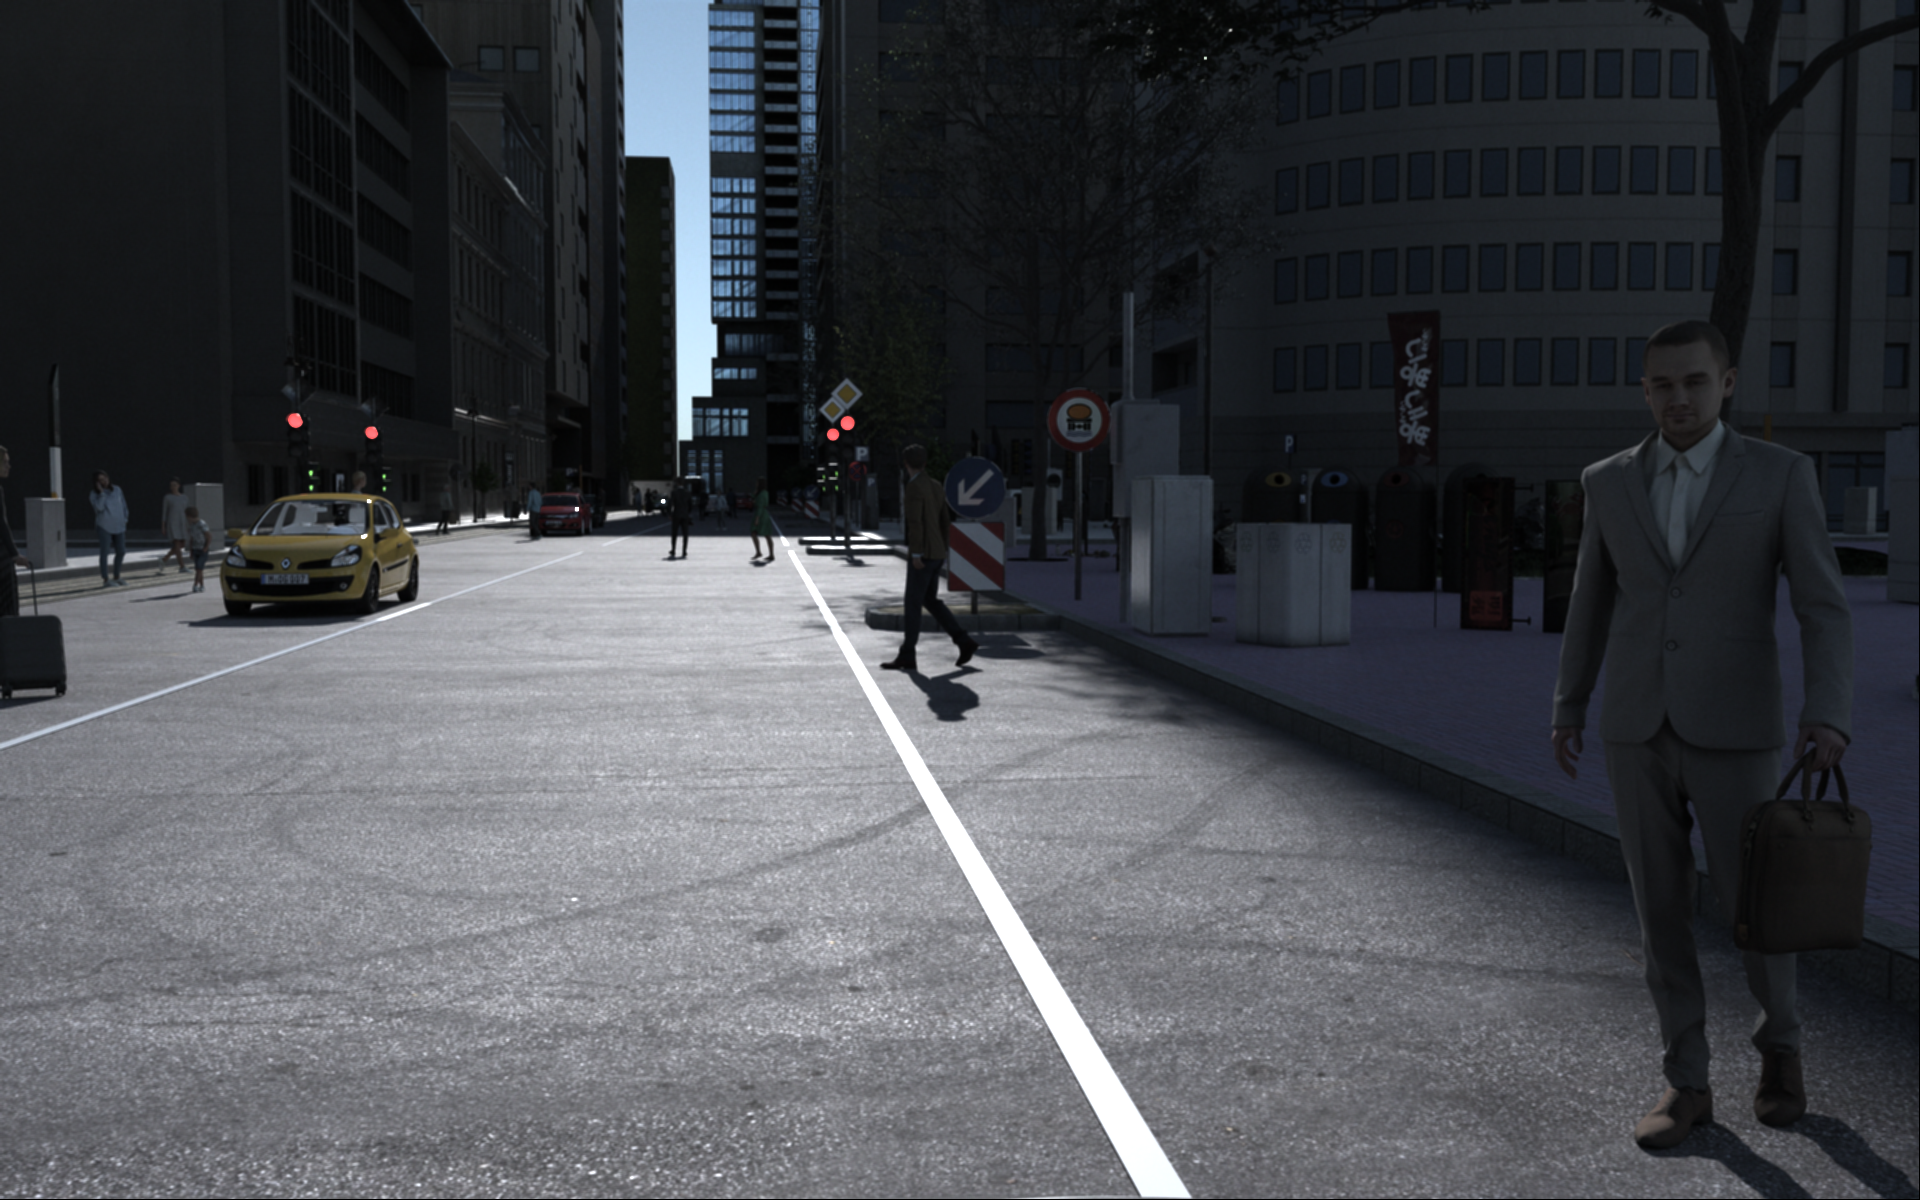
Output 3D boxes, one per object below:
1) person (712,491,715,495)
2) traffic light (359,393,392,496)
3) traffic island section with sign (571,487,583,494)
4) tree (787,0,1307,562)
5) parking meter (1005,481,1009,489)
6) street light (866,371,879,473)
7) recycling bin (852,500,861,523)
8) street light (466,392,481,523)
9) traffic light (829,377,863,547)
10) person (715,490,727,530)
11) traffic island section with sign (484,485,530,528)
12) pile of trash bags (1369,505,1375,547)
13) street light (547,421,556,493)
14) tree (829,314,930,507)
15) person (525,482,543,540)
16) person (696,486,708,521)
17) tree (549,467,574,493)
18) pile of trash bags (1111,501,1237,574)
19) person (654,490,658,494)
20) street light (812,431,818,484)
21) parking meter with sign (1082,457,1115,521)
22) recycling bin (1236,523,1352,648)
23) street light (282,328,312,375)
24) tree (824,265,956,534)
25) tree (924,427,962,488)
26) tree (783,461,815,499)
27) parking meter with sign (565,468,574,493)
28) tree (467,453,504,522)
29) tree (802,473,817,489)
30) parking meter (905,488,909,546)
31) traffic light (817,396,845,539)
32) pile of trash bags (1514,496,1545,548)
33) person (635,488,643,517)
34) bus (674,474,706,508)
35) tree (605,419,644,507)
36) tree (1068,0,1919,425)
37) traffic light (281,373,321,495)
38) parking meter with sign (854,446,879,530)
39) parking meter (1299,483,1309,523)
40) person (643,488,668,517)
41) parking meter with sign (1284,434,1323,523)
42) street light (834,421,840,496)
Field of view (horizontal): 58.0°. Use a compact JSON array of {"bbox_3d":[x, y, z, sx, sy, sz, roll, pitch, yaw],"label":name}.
[{"bbox_3d":[-27.369,-11.263,192.607,0.705,1.831,1.348,-1,4,-10],"label":"person"},{"bbox_3d":[-16.298,-3.630,48.279,0.839,4.253,0.868,0,4,-7],"label":"traffic light"},{"bbox_3d":[-22.046,-5.580,99.860,1.989,1.847,2.006,0,4,-7],"label":"traffic island section with sign"},{"bbox_3d":[1.644,-7.490,32.825,12.009,13.543,11.850,0,3,0],"label":"tree"},{"bbox_3d":[2.039,-4.482,78.992,0.399,1.863,0.255,1,4,16],"label":"parking meter"},{"bbox_3d":[-3.285,-5.633,64.887,0.468,5.910,1.993,0,4,-7],"label":"street light"},{"bbox_3d":[-4.308,-3.874,75.902,0.722,1.027,0.722,-1,4,-20],"label":"recycling bin"},{"bbox_3d":[-21.732,-6.402,77.462,0.468,5.910,1.993,0,4,-7],"label":"street light"},{"bbox_3d":[-2.745,-3.237,41.838,0.839,4.253,0.868,0,4,-7],"label":"traffic light"},{"bbox_3d":[-9.542,-3.579,68.834,0.589,1.601,0.330,3,5,40],"label":"person"},{"bbox_3d":[-18.874,-3.930,72.884,1.989,1.847,2.006,0,4,-7],"label":"traffic island section with sign"},{"bbox_3d":[8.944,-1.778,38.823,1.912,1.369,3.447,-1,4,-11],"label":"pile of trash bags"},{"bbox_3d":[-25.180,-8.211,107.033,0.468,5.910,1.993,0,4,-7],"label":"street light"},{"bbox_3d":[-3.362,-7.325,70.132,4.360,8.622,3.978,0,3,0],"label":"tree"},{"bbox_3d":[-13.271,-2.790,54.135,0.620,1.820,0.660,1,4,18],"label":"person"},{"bbox_3d":[-13.890,-5.203,93.350,0.659,1.850,0.755,0,4,-7],"label":"person"},{"bbox_3d":[-28.204,-7.790,121.965,1.663,3.219,1.824,0,3,0],"label":"tree"},{"bbox_3d":[3.442,-1.175,28.958,1.912,1.369,3.447,-1,4,-13],"label":"pile of trash bags"},{"bbox_3d":[-29.268,-9.677,166.659,1.348,1.831,0.705,1,4,21],"label":"person"},{"bbox_3d":[-10.322,-9.222,123.559,0.468,5.910,1.993,0,4,-7],"label":"street light"},{"bbox_3d":[6.453,-5.194,81.187,1.738,3.016,0.543,-1,4,-10],"label":"parking meter with sign"},{"bbox_3d":[2.855,-0.140,14.850,0.722,1.027,0.722,-2,4,-28],"label":"recycling bin"},{"bbox_3d":[-18.429,-4.617,48.276,0.468,5.910,1.993,0,4,-7],"label":"street light"},{"bbox_3d":[-1.972,-6.393,54.885,4.737,8.622,4.395,0,3,0],"label":"tree"},{"bbox_3d":[-0.796,-3.387,49.986,1.663,3.219,1.824,0,3,0],"label":"tree"},{"bbox_3d":[-16.081,-11.541,172.410,4.285,4.588,4.351,0,3,0],"label":"tree"},{"bbox_3d":[-25.859,-7.232,114.497,0.543,3.016,1.738,0,4,-8],"label":"parking meter with sign"},{"bbox_3d":[-21.984,-5.244,80.346,1.663,3.219,1.824,0,3,0],"label":"tree"},{"bbox_3d":[-13.851,-10.107,159.856,1.663,3.219,1.824,0,3,0],"label":"tree"},{"bbox_3d":[-1.191,-2.117,43.023,0.372,1.533,0.369,0,3,0],"label":"parking meter"},{"bbox_3d":[-3.674,-3.722,49.769,0.839,4.253,0.868,0,4,-7],"label":"traffic light"},{"bbox_3d":[13.756,-1.928,41.271,3.447,1.369,1.912,2,4,27],"label":"pile of trash bags"},{"bbox_3d":[-20.079,-6.090,108.329,0.793,1.790,0.793,2,4,31],"label":"person"},{"bbox_3d":[-28.017,-11.361,180.615,2.948,3.499,13.247,0,4,-6],"label":"bus"},{"bbox_3d":[-32.752,-13.402,169.489,4.737,8.622,4.395,0,3,0],"label":"tree"},{"bbox_3d":[3.876,-4.511,8.168,7.601,10.594,8.767,3,5,43],"label":"tree"},{"bbox_3d":[-15.368,-3.145,40.348,0.839,4.253,0.868,0,4,-7],"label":"traffic light"},{"bbox_3d":[-3.323,-4.057,62.591,0.543,3.016,1.738,-1,4,-19],"label":"parking meter with sign"},{"bbox_3d":[6.785,-1.608,34.697,0.372,1.533,0.369,0,3,0],"label":"parking meter"},{"bbox_3d":[-19.412,-6.196,110.020,1.509,1.804,0.699,1,4,14],"label":"person"},{"bbox_3d":[10.430,-3.346,50.973,1.738,3.016,0.543,-1,4,-20],"label":"parking meter with sign"},{"bbox_3d":[-6.769,-7.416,94.046,0.468,5.910,1.993,0,4,-7],"label":"street light"}]
